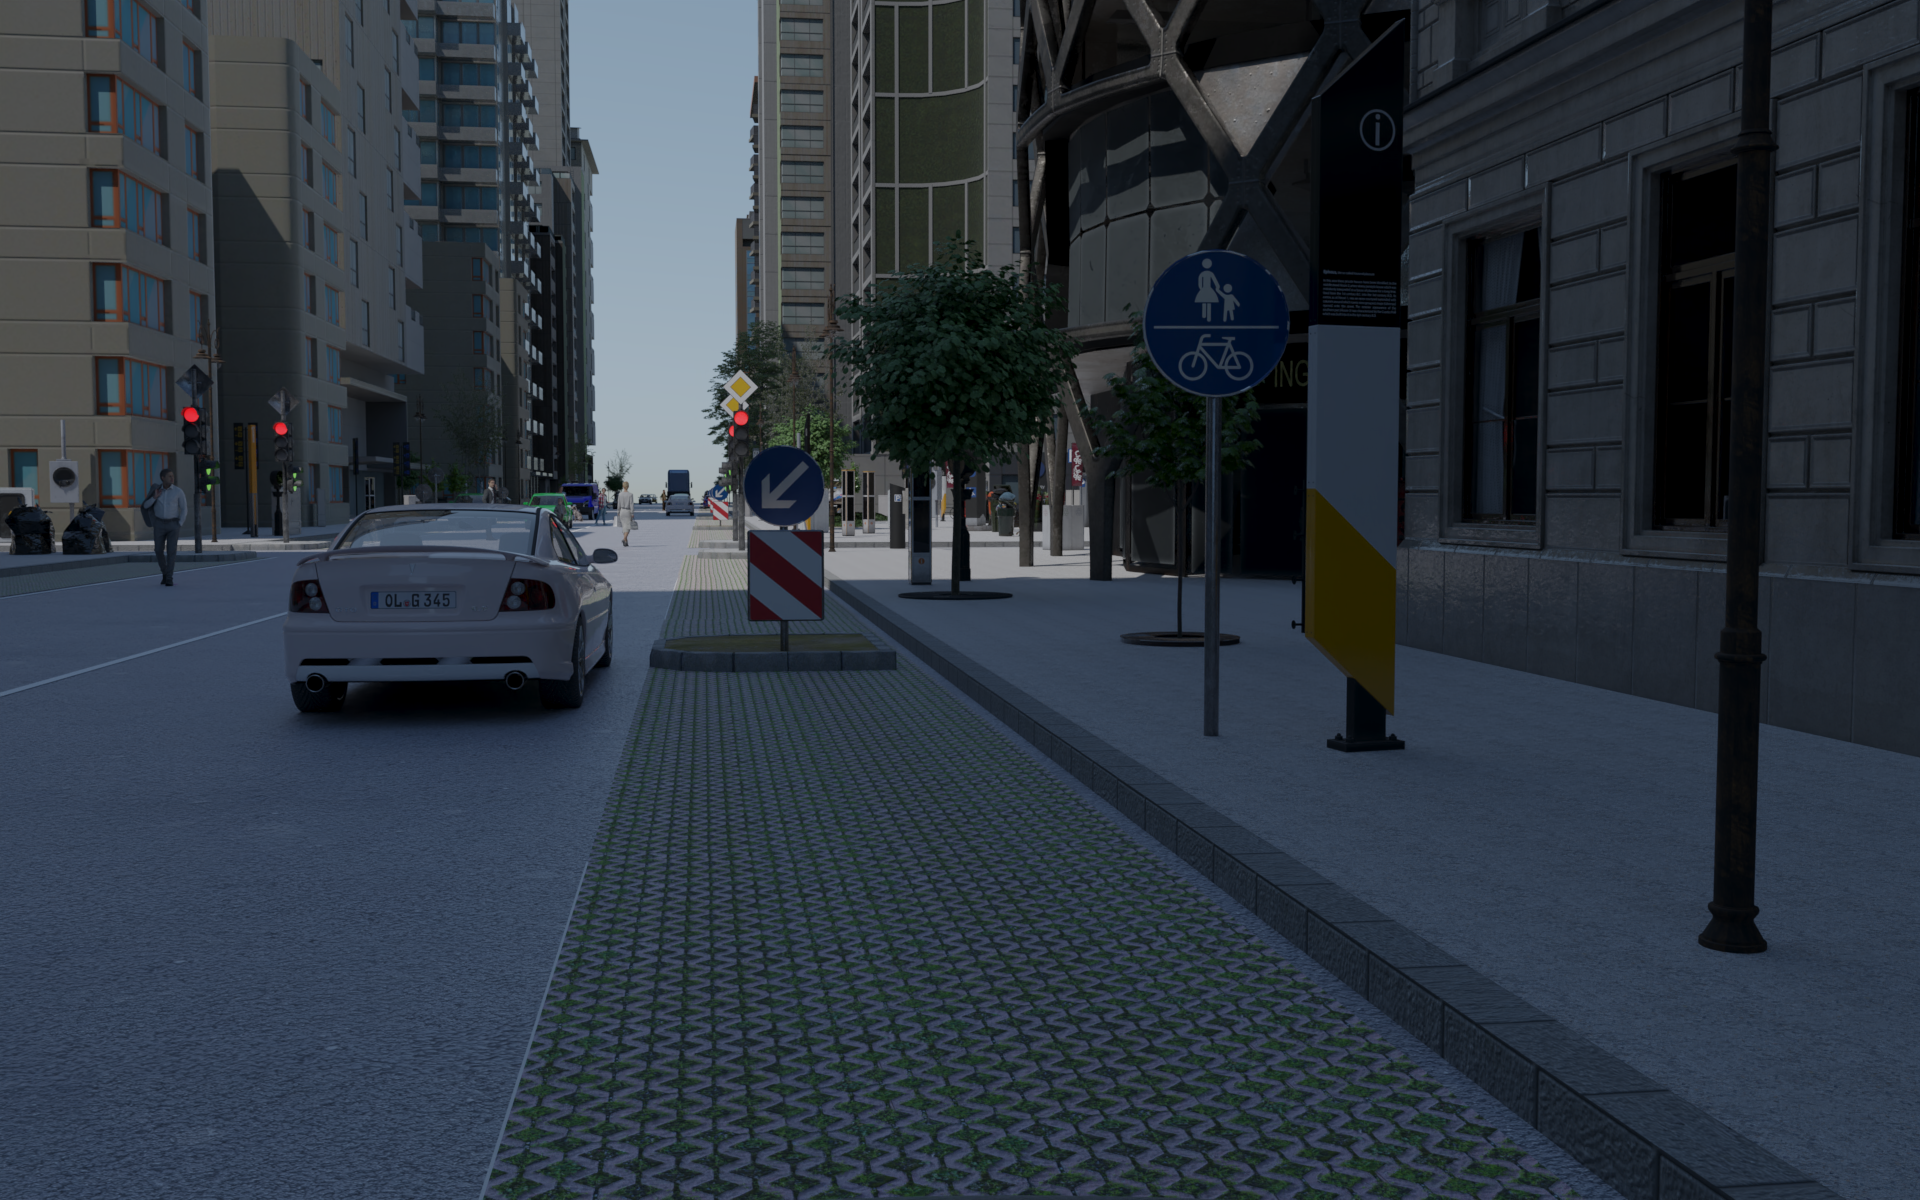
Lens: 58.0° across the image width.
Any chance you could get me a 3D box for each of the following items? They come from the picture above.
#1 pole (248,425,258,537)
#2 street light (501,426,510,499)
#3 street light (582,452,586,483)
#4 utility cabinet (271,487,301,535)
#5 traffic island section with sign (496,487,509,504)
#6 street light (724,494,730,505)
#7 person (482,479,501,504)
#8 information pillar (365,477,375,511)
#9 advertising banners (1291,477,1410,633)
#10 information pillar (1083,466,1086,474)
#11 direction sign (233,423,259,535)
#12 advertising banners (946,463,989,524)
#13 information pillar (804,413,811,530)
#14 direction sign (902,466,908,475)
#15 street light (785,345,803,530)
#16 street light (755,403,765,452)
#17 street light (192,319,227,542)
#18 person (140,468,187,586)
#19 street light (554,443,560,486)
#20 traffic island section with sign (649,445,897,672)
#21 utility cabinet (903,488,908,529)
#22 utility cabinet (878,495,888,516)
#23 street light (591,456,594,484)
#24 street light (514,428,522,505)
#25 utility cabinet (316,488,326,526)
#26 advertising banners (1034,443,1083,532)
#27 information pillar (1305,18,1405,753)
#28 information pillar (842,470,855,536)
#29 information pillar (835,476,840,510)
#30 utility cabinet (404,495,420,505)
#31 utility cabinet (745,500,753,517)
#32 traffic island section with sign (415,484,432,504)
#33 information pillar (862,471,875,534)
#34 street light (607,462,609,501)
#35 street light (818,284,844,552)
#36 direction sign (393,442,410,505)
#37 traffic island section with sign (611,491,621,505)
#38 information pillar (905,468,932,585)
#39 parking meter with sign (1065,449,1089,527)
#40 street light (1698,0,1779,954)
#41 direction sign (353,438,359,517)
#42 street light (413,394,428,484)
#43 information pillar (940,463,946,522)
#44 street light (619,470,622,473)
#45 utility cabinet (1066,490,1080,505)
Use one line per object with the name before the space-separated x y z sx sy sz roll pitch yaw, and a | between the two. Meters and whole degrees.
pole | -20.894 -3.507 51.185 0.158 3.312 0.155 0 3 0
street light | -29.833 -8.617 113.675 0.468 5.910 1.993 -1 4 -8
street light | -41.023 -13.243 189.308 0.468 5.910 1.993 -1 4 -8
utility cabinet | -20.924 -2.761 53.825 0.318 1.500 1.173 1 4 9
traffic island section with sign | -25.021 -5.271 94.809 1.989 1.847 2.006 -1 4 -8
street light | -28.374 -14.565 210.930 0.468 5.910 1.993 -1 4 -8
person | -14.508 -2.804 53.715 0.474 1.900 0.648 0 4 1
information pillar | -26.089 -4.409 76.586 0.304 2.012 0.304 2 4 32
advertising banners | 4.077 -1.220 16.135 2.074 3.025 0.090 -1 4 -14
information pillar | 6.379 -5.920 88.150 0.183 3.616 0.504 -3 4 -36
direction sign | -22.631 -3.852 54.975 0.876 3.537 0.379 1 4 14
advertising banners | 0.326 -4.837 75.270 2.074 3.025 0.090 0 4 4
information pillar | -4.419 -3.598 50.186 0.183 3.616 0.504 -1 4 -16
direction sign | -2.684 -5.699 85.183 0.379 3.537 0.876 1 4 21
street light | -5.159 -4.963 53.938 0.468 5.910 1.993 -1 4 -8
street light | -10.056 -7.013 87.448 0.468 5.910 1.993 -1 4 -8
street light | -19.806 -4.468 45.837 0.468 5.910 1.993 -1 4 -8
person | -12.488 -1.136 27.182 0.679 1.850 0.850 -1 4 -17
street light | -36.120 -11.178 155.547 0.468 5.910 1.993 -1 4 -8
traffic island section with sign | -1.640 -0.378 14.805 1.989 1.847 2.006 -1 4 -8
utility cabinet | -1.802 -3.294 62.536 0.318 1.500 1.173 -1 4 -15
utility cabinet | -4.005 -5.117 94.817 1.020 1.237 0.306 3 5 42
street light | -43.160 -14.097 203.280 0.468 5.910 1.993 -1 4 -8
street light | -30.999 -9.111 121.747 0.468 5.910 1.993 -1 4 -8
utility cabinet | -25.076 -3.629 68.008 0.318 1.500 1.173 -1 4 -22
advertising banners | 3.296 -3.833 58.854 2.074 3.025 0.090 -1 4 -15
information pillar | 1.967 -1.054 8.593 0.504 3.616 0.183 -1 4 -19
information pillar | -3.396 -2.949 52.709 0.304 2.012 0.304 -2 4 -30
information pillar | -6.134 -5.765 85.618 0.504 3.616 0.183 3 5 44
utility cabinet | -27.403 -4.615 86.621 0.306 1.237 1.020 1 4 13
utility cabinet | -11.954 -5.312 98.014 0.306 1.237 1.020 0 4 2
traffic island section with sign | -21.054 -3.629 67.956 1.989 1.847 2.006 -1 4 -8
information pillar | -2.953 -3.154 56.057 0.304 2.012 0.304 -3 5 -41
street light | -48.056 -16.147 236.791 0.468 5.910 1.993 -1 4 -8
street light | -2.835 -4.003 38.231 0.468 5.910 1.993 -1 4 -8
direction sign | -24.378 -5.118 75.673 0.876 3.537 0.379 1 4 20
traffic island section with sign | -44.263 -13.228 224.902 1.989 1.847 2.006 -1 4 -8
information pillar | -0.566 -1.222 24.475 0.304 2.012 0.304 -1 4 -10
parking meter with sign | 5.012 -4.315 66.812 1.738 3.016 0.543 -2 4 -35
street light | 2.194 -1.954 4.740 0.468 5.910 1.993 -1 4 -8
direction sign | -24.384 -4.768 69.949 0.379 3.537 0.876 -2 4 -31
street light | -24.944 -6.567 80.163 0.468 5.910 1.993 -1 4 -8
information pillar | -0.770 -5.481 80.971 0.183 3.616 0.504 -1 4 -18
street light | -53.072 -18.205 270.437 0.468 5.910 1.993 -1 4 -8
utility cabinet | 6.537 -5.402 97.001 1.173 1.500 0.318 1 4 13
